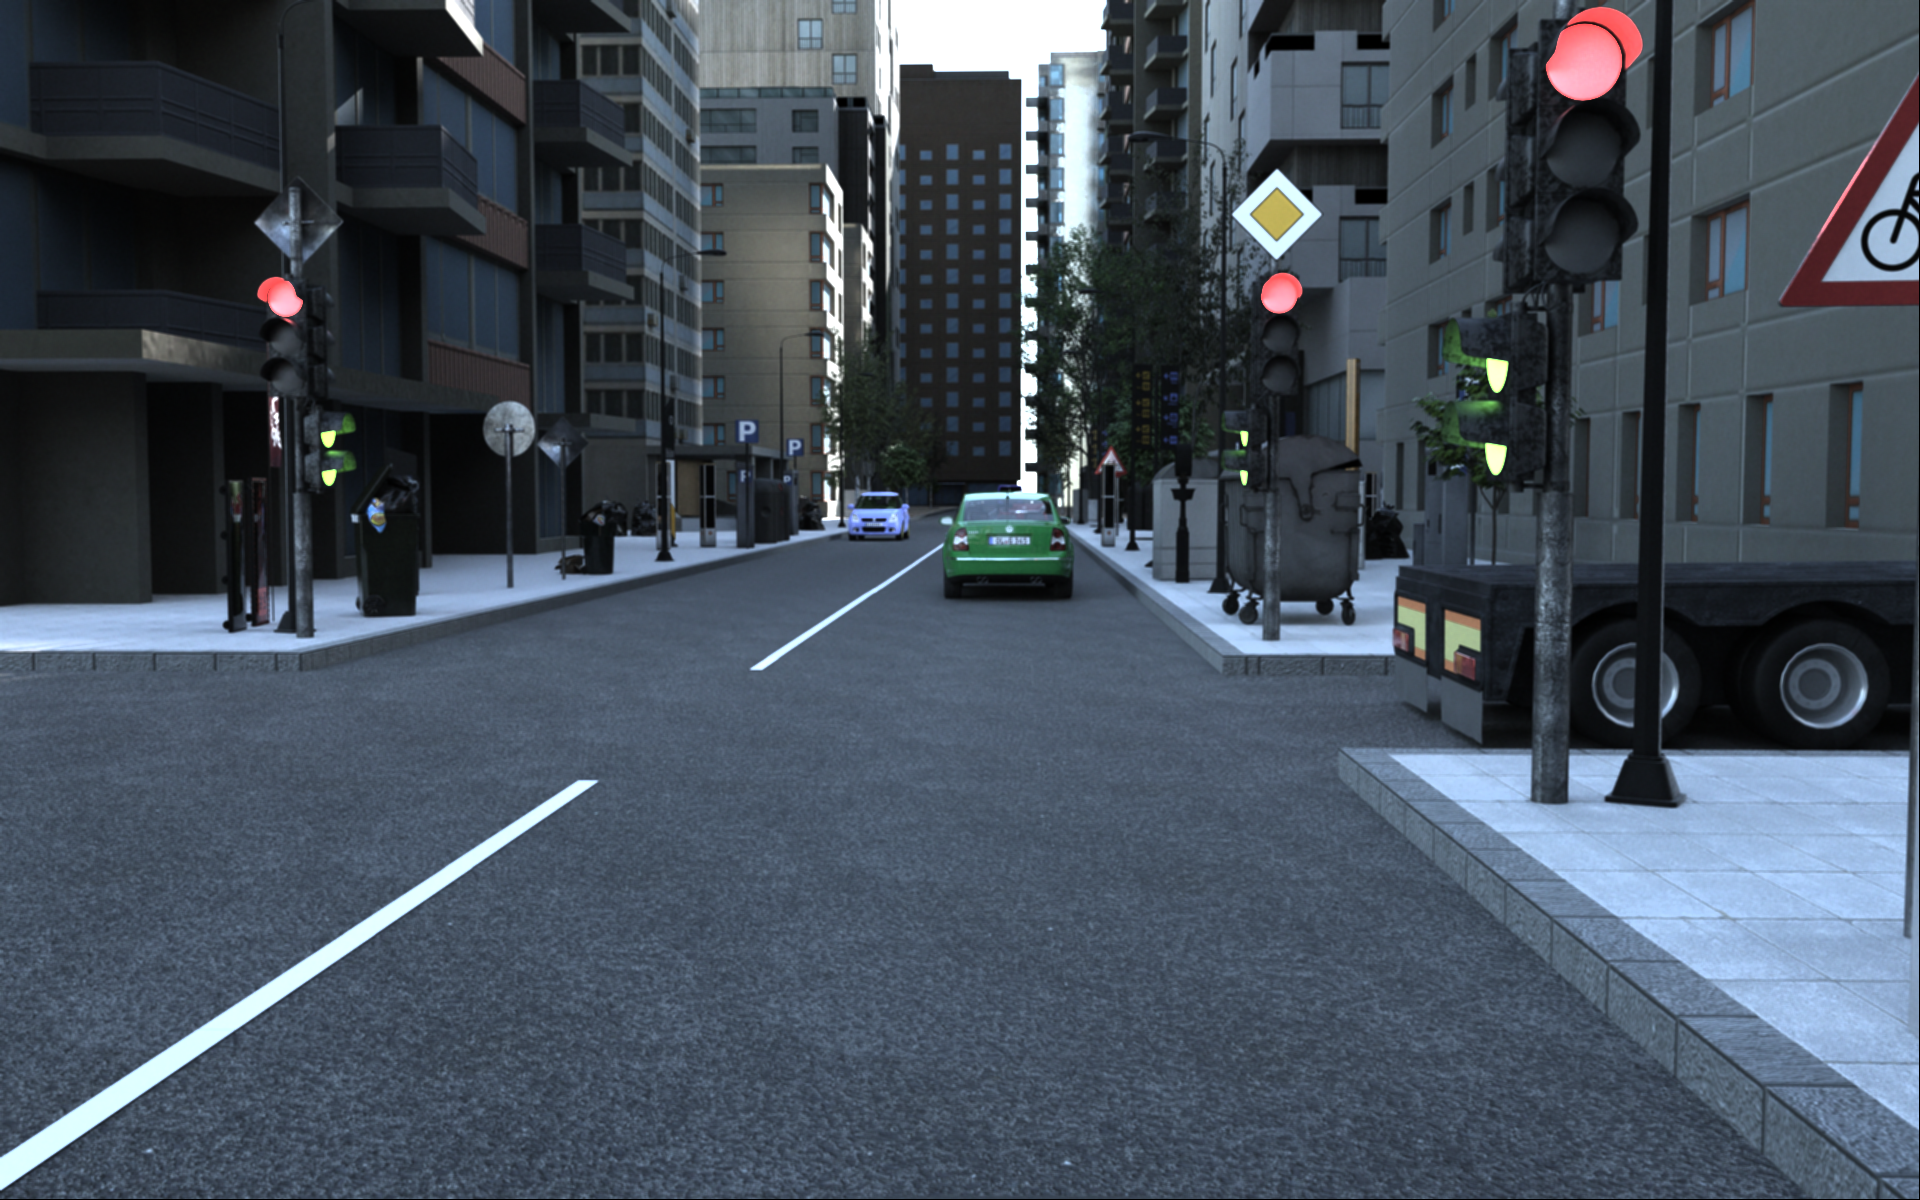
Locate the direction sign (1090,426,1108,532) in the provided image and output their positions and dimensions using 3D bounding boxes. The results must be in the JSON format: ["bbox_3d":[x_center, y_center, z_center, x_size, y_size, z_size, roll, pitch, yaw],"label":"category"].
[{"bbox_3d":[4.676,-4.053,58.266,0.876,3.537,0.379,-3,5,-44],"label":"direction sign"}]

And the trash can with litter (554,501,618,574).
[{"bbox_3d":[-6.018,-1.001,27.751,1.055,1.170,0.624,1,4,22],"label":"trash can with litter"}]

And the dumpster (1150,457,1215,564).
[{"bbox_3d":[3.782,-1.372,28.187,1.264,1.857,1.865,0,4,2],"label":"dumpster"}]

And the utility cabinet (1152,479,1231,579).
[{"bbox_3d":[3.475,-1.055,25.924,1.173,1.500,0.318,-1,4,-19],"label":"utility cabinet"}]

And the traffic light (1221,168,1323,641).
[{"bbox_3d":[2.716,-1.601,15.099,0.839,4.253,0.868,0,4,2],"label":"traffic light"}]

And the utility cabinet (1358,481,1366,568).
[{"bbox_3d":[6.338,-1.286,29.708,1.173,1.500,0.318,1,4,21],"label":"utility cabinet"}]

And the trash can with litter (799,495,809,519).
[{"bbox_3d":[-8.228,-4.642,86.949,2.233,1.210,1.678,-1,4,-20],"label":"trash can with litter"}]

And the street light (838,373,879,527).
[{"bbox_3d":[-4.008,-5.749,66.534,1.470,5.913,1.316,0,4,2],"label":"street light"}]

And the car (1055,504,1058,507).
[{"bbox_3d":[2.270,-3.090,59.559,2.155,1.783,4.494,0,4,4],"label":"car"}]

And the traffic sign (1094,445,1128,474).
[{"bbox_3d":[4.026,-2.825,46.188,0.884,2.594,0.081,0,4,4],"label":"traffic sign"}]

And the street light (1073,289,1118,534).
[{"bbox_3d":[3.384,-4.082,39.283,1.470,5.913,1.316,0,4,2],"label":"street light"}]

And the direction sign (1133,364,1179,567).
[{"bbox_3d":[3.440,-2.349,30.402,0.876,3.537,0.379,-1,4,-20],"label":"direction sign"}]

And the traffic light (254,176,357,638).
[{"bbox_3d":[-5.841,-1.618,15.375,0.839,4.253,0.868,0,4,2],"label":"traffic light"}]

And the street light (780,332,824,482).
[{"bbox_3d":[-4.586,-4.723,49.761,1.470,5.913,1.316,0,4,2],"label":"street light"}]

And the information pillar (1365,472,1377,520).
[{"bbox_3d":[13.997,-3.335,59.019,0.304,2.012,0.304,3,4,36],"label":"information pillar"}]

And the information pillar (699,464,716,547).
[{"bbox_3d":[-6.100,-2.287,41.883,0.304,2.012,0.304,-2,4,-31],"label":"information pillar"}]

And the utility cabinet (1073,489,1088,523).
[{"bbox_3d":[5.251,-4.094,75.623,0.318,1.500,1.173,2,4,24],"label":"utility cabinet"}]

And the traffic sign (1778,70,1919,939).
[{"bbox_3d":[2.767,-0.302,4.938,0.884,2.594,0.081,0,4,5],"label":"traffic sign"}]

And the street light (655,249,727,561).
[{"bbox_3d":[-5.119,-3.696,32.973,1.470,5.913,1.316,0,4,2],"label":"street light"}]

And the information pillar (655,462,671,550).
[{"bbox_3d":[-6.773,-2.145,39.555,0.304,2.012,0.304,0,4,-2],"label":"information pillar"}]

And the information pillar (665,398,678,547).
[{"bbox_3d":[-7.053,-3.094,41.940,0.183,3.616,0.504,1,4,20],"label":"information pillar"}]

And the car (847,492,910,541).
[{"bbox_3d":[-2.533,-2.746,54.488,1.945,1.707,3.694,0,4,3],"label":"car"}]

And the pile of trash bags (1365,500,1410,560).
[{"bbox_3d":[7.569,-1.571,35.443,1.912,1.369,3.447,-2,4,-28],"label":"pile of trash bags"}]

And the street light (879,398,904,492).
[{"bbox_3d":[-3.383,-6.803,83.774,1.470,5.913,1.316,0,4,2],"label":"street light"}]

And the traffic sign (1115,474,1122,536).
[{"bbox_3d":[4.784,-3.212,52.621,0.768,2.556,0.104,0,4,4],"label":"traffic sign"}]

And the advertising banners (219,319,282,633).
[{"bbox_3d":[-6.852,-1.264,16.851,0.090,3.025,2.074,0,4,-7],"label":"advertising banners"}]

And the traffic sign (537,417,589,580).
[{"bbox_3d":[-5.936,-1.511,25.892,0.795,2.450,0.064,0,4,4],"label":"traffic sign"}]

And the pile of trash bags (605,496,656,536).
[{"bbox_3d":[-10.787,-2.639,52.903,3.447,1.369,1.912,-1,4,-8],"label":"pile of trash bags"}]

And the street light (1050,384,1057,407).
[{"bbox_3d":[4.589,-6.165,73.332,1.470,5.913,1.316,0,4,2],"label":"street light"}]

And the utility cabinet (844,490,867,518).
[{"bbox_3d":[-5.445,-5.018,90.715,1.173,1.500,0.318,0,4,8],"label":"utility cabinet"}]

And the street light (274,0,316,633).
[{"bbox_3d":[-5.653,-2.653,15.923,1.470,5.913,1.316,0,4,2],"label":"street light"}]

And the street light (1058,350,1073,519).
[{"bbox_3d":[4.003,-5.108,56.055,1.470,5.913,1.316,0,4,2],"label":"street light"}]

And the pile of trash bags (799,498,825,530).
[{"bbox_3d":[-5.955,-3.214,62.299,1.912,1.369,3.447,-1,4,-12],"label":"pile of trash bags"}]

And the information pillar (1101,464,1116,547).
[{"bbox_3d":[3.617,-2.309,42.245,0.304,2.012,0.304,0,4,-5],"label":"information pillar"}]

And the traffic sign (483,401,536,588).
[{"bbox_3d":[-6.163,-1.440,23.656,0.768,2.556,0.104,1,4,10],"label":"traffic sign"}]

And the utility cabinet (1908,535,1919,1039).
[{"bbox_3d":[2.351,0.463,3.599,0.306,1.237,1.020,0,4,7],"label":"utility cabinet"}]

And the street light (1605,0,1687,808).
[{"bbox_3d":[2.334,-2.114,7.104,1.470,5.913,1.316,0,4,2],"label":"street light"}]

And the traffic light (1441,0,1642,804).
[{"bbox_3d":[2.443,-1.113,7.119,0.839,4.253,0.868,0,4,2],"label":"traffic light"}]

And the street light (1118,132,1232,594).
[{"bbox_3d":[2.850,-3.047,22.363,1.470,5.913,1.316,0,4,2],"label":"street light"}]

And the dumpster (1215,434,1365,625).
[{"bbox_3d":[3.367,-0.727,17.646,1.264,1.857,1.865,0,4,2],"label":"dumpster"}]

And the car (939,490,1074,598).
[{"bbox_3d":[0.667,-1.001,25.160,1.959,1.807,4.718,0,4,0],"label":"car"}]
